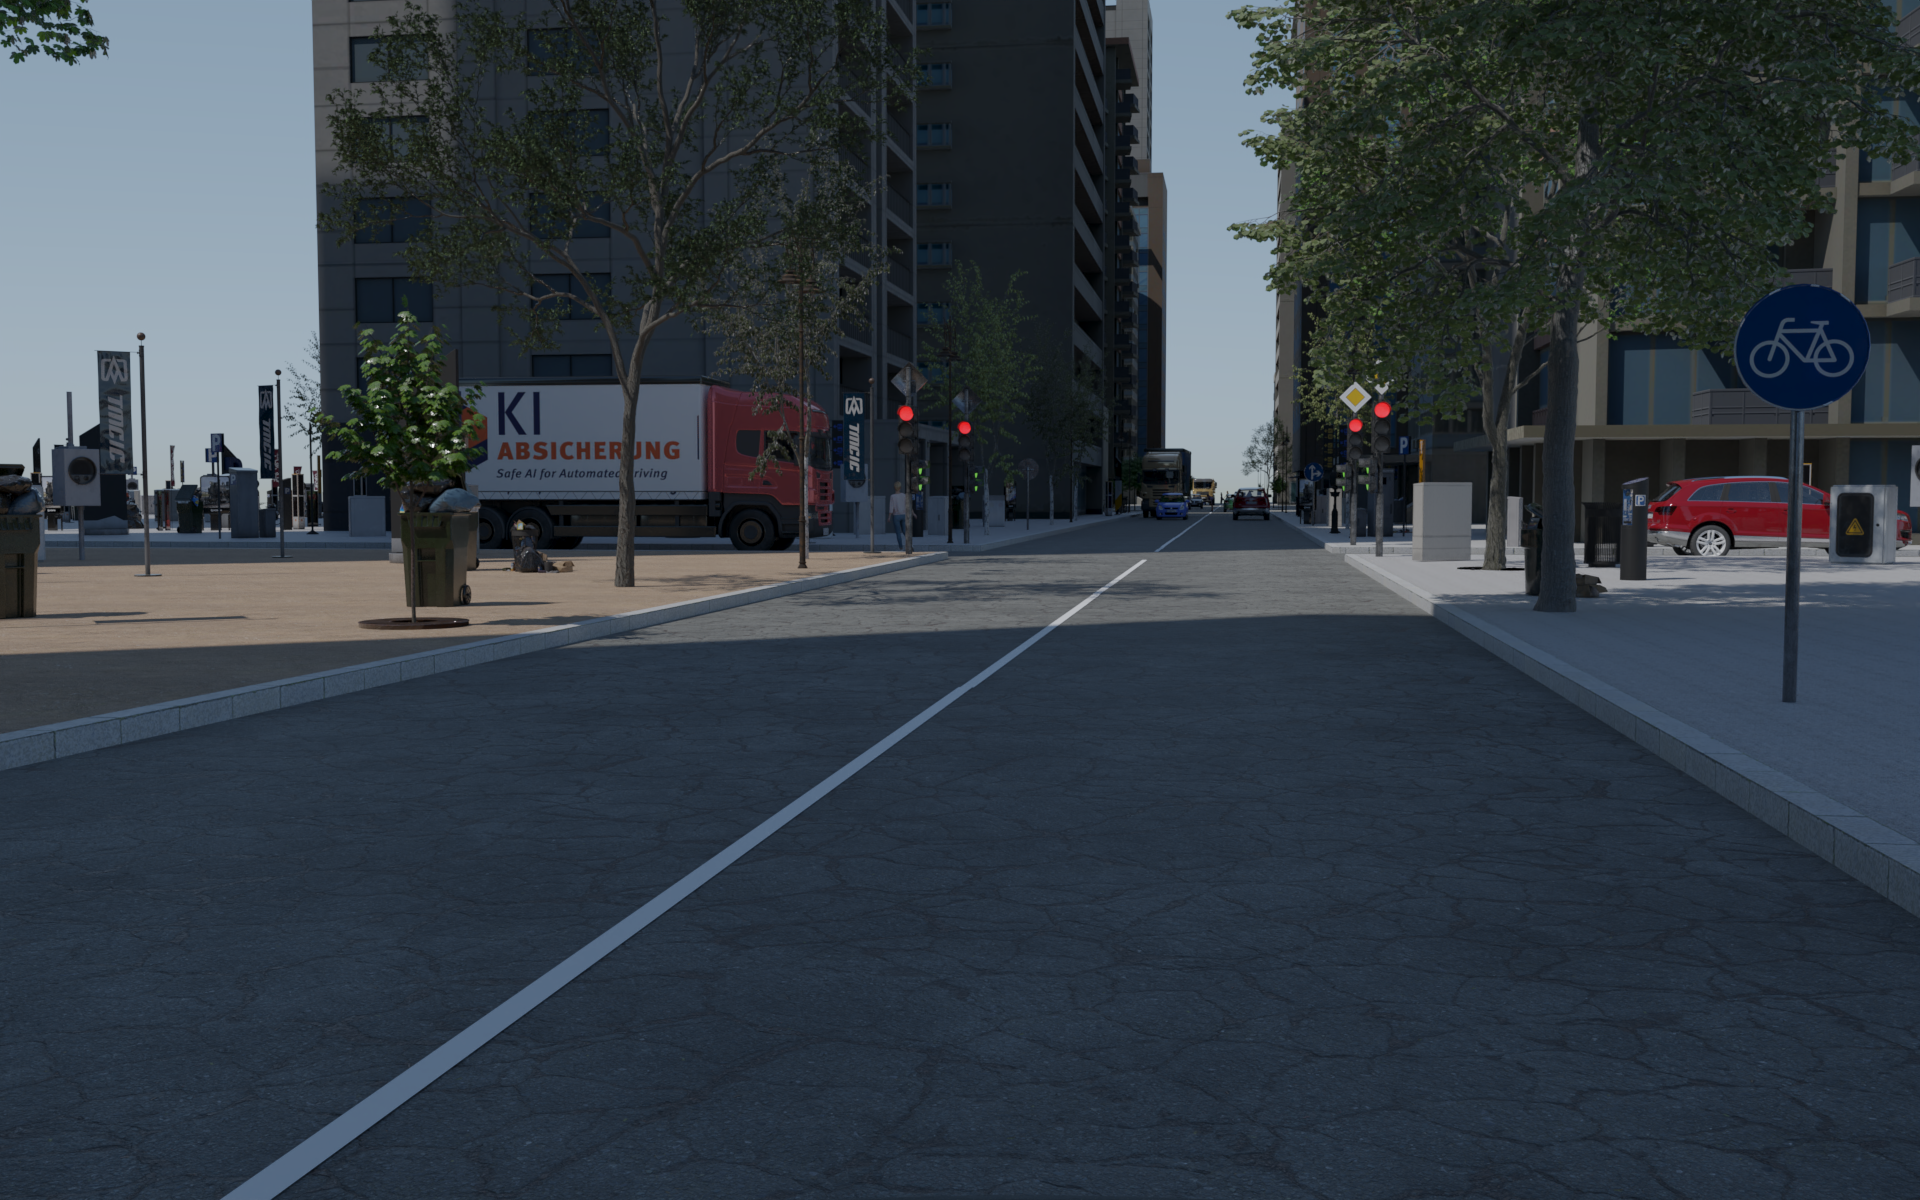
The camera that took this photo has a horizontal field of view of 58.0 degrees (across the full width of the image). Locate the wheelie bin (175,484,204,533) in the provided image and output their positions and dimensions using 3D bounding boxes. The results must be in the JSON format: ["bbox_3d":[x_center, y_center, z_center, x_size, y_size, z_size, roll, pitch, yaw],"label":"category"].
[{"bbox_3d":[-25.151,-2.975,56.547,0.980,1.594,0.693,1,4,18],"label":"wheelie bin"}]

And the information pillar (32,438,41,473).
[{"bbox_3d":[-38.376,-4.936,72.064,0.183,3.616,0.504,0,4,1],"label":"information pillar"}]

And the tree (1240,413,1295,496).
[{"bbox_3d":[35.814,-16.239,199.918,7.601,10.594,8.767,1,4,23],"label":"tree"}]

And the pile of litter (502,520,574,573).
[{"bbox_3d":[-7.007,-0.907,28.797,1.176,0.858,1.719,-1,4,-16],"label":"pile of litter"}]

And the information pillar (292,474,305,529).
[{"bbox_3d":[-24.015,-3.570,62.859,0.304,2.012,0.304,2,4,26],"label":"information pillar"}]

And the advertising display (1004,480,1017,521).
[{"bbox_3d":[2.363,-4.679,81.715,0.123,1.923,0.974,2,4,33],"label":"advertising display"}]

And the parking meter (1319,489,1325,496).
[{"bbox_3d":[17.489,-4.598,83.588,0.372,1.533,0.369,0,3,0],"label":"parking meter"}]

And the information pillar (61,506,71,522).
[{"bbox_3d":[-41.405,-4.626,80.130,0.304,2.012,0.304,2,4,32],"label":"information pillar"}]

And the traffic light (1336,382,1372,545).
[{"bbox_3d":[9.828,-3.323,43.252,0.839,4.253,0.868,1,4,9],"label":"traffic light"}]

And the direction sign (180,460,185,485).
[{"bbox_3d":[-52.344,-7.623,116.633,0.379,3.537,0.876,-1,4,-9],"label":"direction sign"}]

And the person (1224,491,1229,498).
[{"bbox_3d":[31.350,-11.913,203.282,0.705,1.822,1.348,-1,4,-18],"label":"person"}]

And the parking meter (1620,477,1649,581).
[{"bbox_3d":[10.034,-1.062,25.774,0.372,1.533,0.369,0,3,0],"label":"parking meter"}]

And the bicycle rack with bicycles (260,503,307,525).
[{"bbox_3d":[-28.784,-3.610,72.402,2.852,0.926,2.925,1,4,19],"label":"bicycle rack with bicycles"}]

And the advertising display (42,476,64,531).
[{"bbox_3d":[-31.779,-3.388,60.612,0.974,1.923,0.123,1,4,21],"label":"advertising display"}]

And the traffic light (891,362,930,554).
[{"bbox_3d":[-1.074,-2.934,36.886,0.839,4.253,0.868,1,4,9],"label":"traffic light"}]

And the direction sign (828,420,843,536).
[{"bbox_3d":[-4.012,-3.737,53.098,0.876,3.537,0.379,0,4,-4],"label":"direction sign"}]

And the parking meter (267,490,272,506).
[{"bbox_3d":[-39.910,-5.615,100.214,0.372,1.533,0.369,0,3,0],"label":"parking meter"}]

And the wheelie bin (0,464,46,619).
[{"bbox_3d":[-9.939,-0.613,17.933,0.693,1.594,0.980,2,4,27],"label":"wheelie bin"}]

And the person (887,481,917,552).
[{"bbox_3d":[-1.335,-2.021,42.208,0.731,1.740,0.598,-3,5,-44],"label":"person"}]

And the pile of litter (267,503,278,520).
[{"bbox_3d":[-33.863,-4.318,84.572,1.176,0.858,1.719,0,4,-5],"label":"pile of litter"}]

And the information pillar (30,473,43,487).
[{"bbox_3d":[-31.510,-3.342,59.136,0.304,2.012,0.304,-1,4,-14],"label":"information pillar"}]

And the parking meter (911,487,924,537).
[{"bbox_3d":[-1.278,-2.642,51.603,0.372,1.533,0.369,0,3,0],"label":"parking meter"}]

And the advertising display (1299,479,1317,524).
[{"bbox_3d":[14.749,-4.175,73.476,0.123,1.923,0.974,-2,4,-32],"label":"advertising display"}]

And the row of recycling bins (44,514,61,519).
[{"bbox_3d":[-46.338,-5.051,89.701,1.069,1.692,3.534,3,5,41],"label":"row of recycling bins"}]

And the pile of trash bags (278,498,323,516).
[{"bbox_3d":[-44.575,-6.524,116.419,1.912,1.369,3.447,1,4,21],"label":"pile of trash bags"}]

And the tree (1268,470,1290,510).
[{"bbox_3d":[29.678,-10.148,160.524,1.663,3.219,1.824,0,3,0],"label":"tree"}]

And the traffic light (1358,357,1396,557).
[{"bbox_3d":[8.568,-2.841,35.367,0.839,4.253,0.868,1,4,9],"label":"traffic light"}]

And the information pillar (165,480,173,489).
[{"bbox_3d":[-42.210,-5.383,92.500,0.304,2.012,0.304,0,4,-6],"label":"information pillar"}]

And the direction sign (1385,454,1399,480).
[{"bbox_3d":[24.274,-6.433,97.169,0.876,3.537,0.379,2,4,34],"label":"direction sign"}]

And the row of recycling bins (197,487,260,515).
[{"bbox_3d":[-41.512,-5.569,98.169,3.534,1.692,1.069,-3,5,-42],"label":"row of recycling bins"}]

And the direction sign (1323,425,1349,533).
[{"bbox_3d":[12.328,-3.965,56.821,0.876,3.537,0.379,0,4,-5],"label":"direction sign"}]

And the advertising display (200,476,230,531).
[{"bbox_3d":[-26.173,-3.405,60.882,0.974,1.923,0.123,-2,4,-28],"label":"advertising display"}]

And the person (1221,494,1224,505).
[{"bbox_3d":[35.451,-13.592,233.958,0.599,1.433,0.991,0,4,-5],"label":"person"}]

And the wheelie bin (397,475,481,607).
[{"bbox_3d":[-5.982,-0.728,19.817,0.980,1.594,0.693,0,4,4],"label":"wheelie bin"}]

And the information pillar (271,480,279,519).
[{"bbox_3d":[-35.215,-5.170,89.014,0.304,2.012,0.304,-2,4,-28],"label":"information pillar"}]

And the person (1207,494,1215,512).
[{"bbox_3d":[20.182,-7.808,139.401,0.697,1.427,0.421,-1,4,-16],"label":"person"}]

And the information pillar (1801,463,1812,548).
[{"bbox_3d":[20.236,-2.271,41.629,0.304,2.012,0.304,1,4,11],"label":"information pillar"}]

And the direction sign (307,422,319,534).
[{"bbox_3d":[-20.607,-3.855,55.023,0.379,3.537,0.876,-1,4,-18],"label":"direction sign"}]

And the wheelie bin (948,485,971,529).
[{"bbox_3d":[-0.032,-3.400,63.494,0.980,1.594,0.693,2,4,35],"label":"wheelie bin"}]

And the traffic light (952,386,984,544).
[{"bbox_3d":[0.186,-3.416,44.772,0.839,4.253,0.868,1,4,9],"label":"traffic light"}]

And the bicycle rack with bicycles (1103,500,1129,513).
[{"bbox_3d":[10.097,-6.182,114.455,2.852,0.926,2.925,0,4,7],"label":"bicycle rack with bicycles"}]

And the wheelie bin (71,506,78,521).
[{"bbox_3d":[-42.621,-4.640,83.772,0.693,1.594,0.980,-3,5,-43],"label":"wheelie bin"}]

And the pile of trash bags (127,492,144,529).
[{"bbox_3d":[-31.409,-3.358,64.660,1.912,1.369,3.447,-1,4,-19],"label":"pile of trash bags"}]

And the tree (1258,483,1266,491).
[{"bbox_3d":[47.079,-16.967,272.007,1.663,3.219,1.824,0,3,0],"label":"tree"}]

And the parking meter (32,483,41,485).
[{"bbox_3d":[-20.732,-1.853,38.701,0.372,1.533,0.369,0,3,0],"label":"parking meter"}]

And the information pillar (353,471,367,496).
[{"bbox_3d":[-19.315,-3.137,55.783,0.304,2.012,0.304,1,4,10],"label":"information pillar"}]

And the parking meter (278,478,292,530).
[{"bbox_3d":[-24.028,-3.423,61.674,0.255,1.863,0.399,3,4,38],"label":"parking meter"}]

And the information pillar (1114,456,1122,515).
[{"bbox_3d":[9.805,-7.091,107.290,0.183,3.616,0.504,-3,5,-40],"label":"information pillar"}]

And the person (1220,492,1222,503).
[{"bbox_3d":[39.970,-15.618,264.654,0.445,1.727,0.742,0,4,8],"label":"person"}]

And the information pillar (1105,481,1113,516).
[{"bbox_3d":[8.820,-6.059,103.550,0.304,2.012,0.304,0,4,7],"label":"information pillar"}]
